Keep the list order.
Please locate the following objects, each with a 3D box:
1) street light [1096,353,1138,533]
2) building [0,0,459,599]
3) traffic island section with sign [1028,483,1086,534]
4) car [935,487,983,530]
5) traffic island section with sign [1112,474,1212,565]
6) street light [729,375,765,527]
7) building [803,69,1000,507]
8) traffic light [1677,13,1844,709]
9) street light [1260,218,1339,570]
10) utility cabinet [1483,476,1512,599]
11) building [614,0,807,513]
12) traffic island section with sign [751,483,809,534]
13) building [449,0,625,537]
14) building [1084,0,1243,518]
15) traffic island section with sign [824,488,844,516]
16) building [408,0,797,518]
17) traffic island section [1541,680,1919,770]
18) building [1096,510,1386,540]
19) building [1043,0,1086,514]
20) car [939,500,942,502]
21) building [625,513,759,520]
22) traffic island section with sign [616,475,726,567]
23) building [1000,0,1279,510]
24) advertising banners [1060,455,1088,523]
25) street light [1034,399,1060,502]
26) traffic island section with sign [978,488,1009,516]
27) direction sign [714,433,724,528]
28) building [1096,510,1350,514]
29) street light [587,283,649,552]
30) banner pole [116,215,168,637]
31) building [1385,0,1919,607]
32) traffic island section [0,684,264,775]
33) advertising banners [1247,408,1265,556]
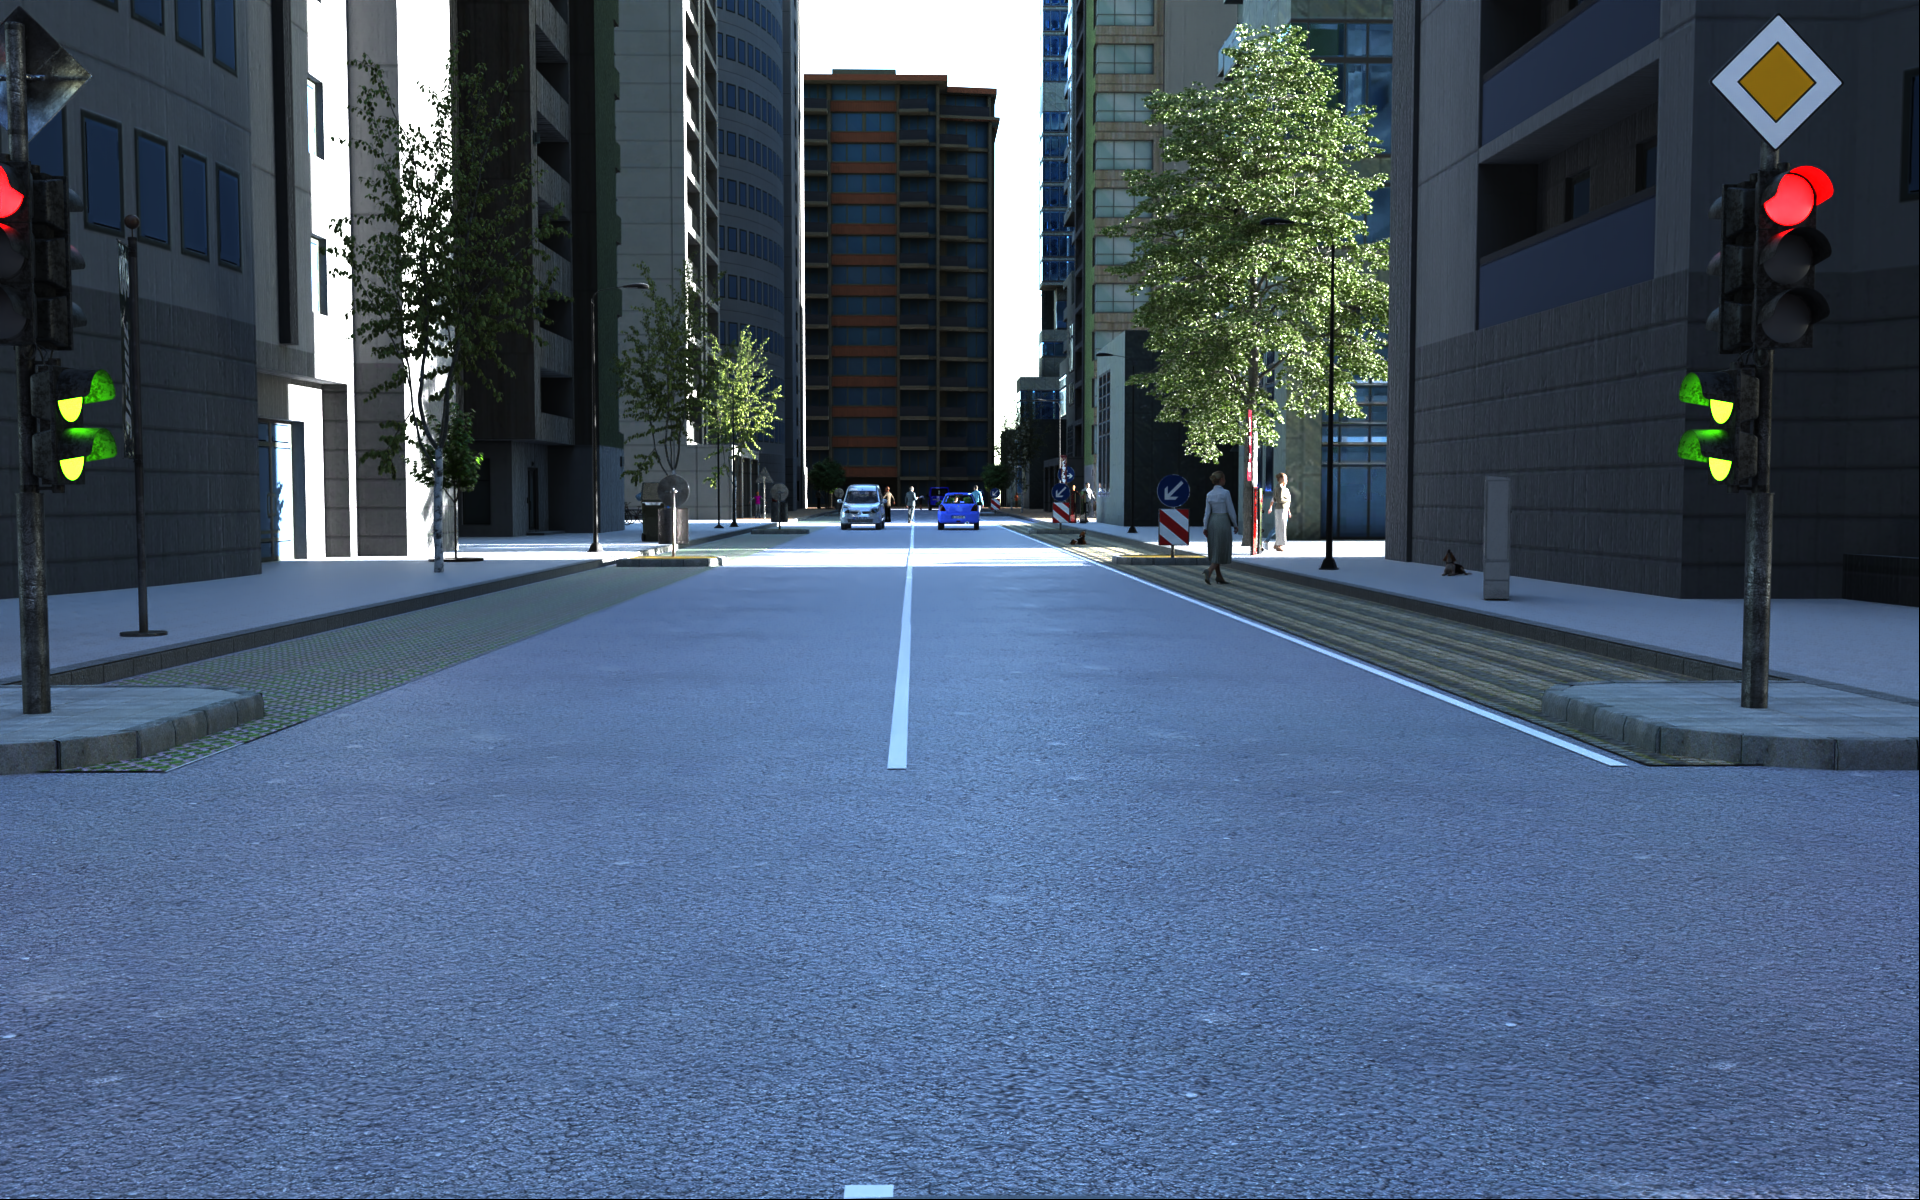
[{"bbox_3d":[5.158,-5.169,57.061,1.470,5.913,1.316,0,4,-1],"label":"street light"},{"bbox_3d":[-21.639,-29.464,23.741,21.231,58.520,28.212,0,4,-1],"label":"building"},{"bbox_3d":[3.467,-3.293,62.462,1.989,1.847,2.006,0,4,-1],"label":"traffic island section with sign"},{"bbox_3d":[-0.046,-3.739,70.725,1.945,1.707,3.694,0,4,0],"label":"car"},{"bbox_3d":[4.158,-1.645,35.516,1.989,1.847,2.006,0,4,-1],"label":"traffic island section with sign"},{"bbox_3d":[-8.287,-5.807,67.478,1.470,5.913,1.316,0,4,-1],"label":"street light"},{"bbox_3d":[-10.599,-32.226,181.521,28.867,44.769,22.147,0,4,-1],"label":"building"},{"bbox_3d":[4.763,-1.308,10.311,0.839,4.253,0.868,0,4,-1],"label":"traffic light"},{"bbox_3d":[5.735,-3.470,29.277,1.470,5.913,1.316,0,4,-1],"label":"street light"},{"bbox_3d":[6.626,-0.774,21.339,0.318,1.500,1.173,1,4,16],"label":"utility cabinet"},{"bbox_3d":[-24.123,-43.352,147.062,20.611,71.187,20.563,0,4,-1],"label":"building"},{"bbox_3d":[-6.446,-3.284,62.327,1.989,1.847,2.006,0,4,-1],"label":"traffic island section with sign"},{"bbox_3d":[-18.791,-17.253,53.785,14.160,30.474,14.107,0,4,-1],"label":"building"},{"bbox_3d":[14.035,-25.423,99.256,14.154,41.232,14.086,0,4,-1],"label":"building"},{"bbox_3d":[-7.737,-6.316,111.901,1.989,1.847,2.006,0,4,-1],"label":"traffic island section with sign"},{"bbox_3d":[-22.784,-35.259,118.476,21.231,58.520,28.212,0,4,-1],"label":"building"},{"bbox_3d":[4.803,0.725,10.426,2.009,0.180,2.903,0,4,-1],"label":"traffic island section"},{"bbox_3d":[17.765,-45.775,61.090,22.319,86.520,31.000,0,4,-1],"label":"building"},{"bbox_3d":[16.642,-41.439,115.785,20.563,71.187,20.611,0,4,-1],"label":"building"},{"bbox_3d":[-0.102,-4.845,88.808,1.945,1.707,3.694,0,4,-3],"label":"car"},{"bbox_3d":[-21.739,-40.091,93.743,20.563,71.187,20.611,0,4,-1],"label":"building"},{"bbox_3d":[-5.751,-1.599,34.771,1.989,1.847,2.006,0,4,-1],"label":"traffic island section with sign"},{"bbox_3d":[19.863,-53.112,181.051,31.000,86.520,22.319,0,4,-1],"label":"building"},{"bbox_3d":[5.004,-4.904,76.373,0.090,3.025,2.074,-2,4,-31],"label":"advertising banners"},{"bbox_3d":[4.325,-6.858,84.672,1.470,5.913,1.316,0,4,-1],"label":"street light"},{"bbox_3d":[2.161,-6.388,113.079,1.989,1.847,2.006,0,4,-1],"label":"traffic island section with sign"},{"bbox_3d":[-9.052,-4.461,64.934,0.379,3.537,0.876,0,4,-7],"label":"direction sign"},{"bbox_3d":[17.262,-50.712,141.812,22.319,86.520,31.000,0,4,-1],"label":"building"},{"bbox_3d":[-7.542,-4.020,38.266,1.470,5.913,1.316,0,4,-1],"label":"street light"},{"bbox_3d":[-7.359,-1.553,15.401,0.401,3.779,0.863,-1,4,-15],"label":"banner pole"},{"bbox_3d":[22.692,-29.495,24.235,28.212,58.520,21.231,0,4,-1],"label":"building"},{"bbox_3d":[-5.435,0.741,10.168,2.009,0.180,2.903,0,4,-1],"label":"traffic island section"},{"bbox_3d":[6.203,-2.461,36.427,0.090,3.025,2.074,1,4,19],"label":"advertising banners"}]
